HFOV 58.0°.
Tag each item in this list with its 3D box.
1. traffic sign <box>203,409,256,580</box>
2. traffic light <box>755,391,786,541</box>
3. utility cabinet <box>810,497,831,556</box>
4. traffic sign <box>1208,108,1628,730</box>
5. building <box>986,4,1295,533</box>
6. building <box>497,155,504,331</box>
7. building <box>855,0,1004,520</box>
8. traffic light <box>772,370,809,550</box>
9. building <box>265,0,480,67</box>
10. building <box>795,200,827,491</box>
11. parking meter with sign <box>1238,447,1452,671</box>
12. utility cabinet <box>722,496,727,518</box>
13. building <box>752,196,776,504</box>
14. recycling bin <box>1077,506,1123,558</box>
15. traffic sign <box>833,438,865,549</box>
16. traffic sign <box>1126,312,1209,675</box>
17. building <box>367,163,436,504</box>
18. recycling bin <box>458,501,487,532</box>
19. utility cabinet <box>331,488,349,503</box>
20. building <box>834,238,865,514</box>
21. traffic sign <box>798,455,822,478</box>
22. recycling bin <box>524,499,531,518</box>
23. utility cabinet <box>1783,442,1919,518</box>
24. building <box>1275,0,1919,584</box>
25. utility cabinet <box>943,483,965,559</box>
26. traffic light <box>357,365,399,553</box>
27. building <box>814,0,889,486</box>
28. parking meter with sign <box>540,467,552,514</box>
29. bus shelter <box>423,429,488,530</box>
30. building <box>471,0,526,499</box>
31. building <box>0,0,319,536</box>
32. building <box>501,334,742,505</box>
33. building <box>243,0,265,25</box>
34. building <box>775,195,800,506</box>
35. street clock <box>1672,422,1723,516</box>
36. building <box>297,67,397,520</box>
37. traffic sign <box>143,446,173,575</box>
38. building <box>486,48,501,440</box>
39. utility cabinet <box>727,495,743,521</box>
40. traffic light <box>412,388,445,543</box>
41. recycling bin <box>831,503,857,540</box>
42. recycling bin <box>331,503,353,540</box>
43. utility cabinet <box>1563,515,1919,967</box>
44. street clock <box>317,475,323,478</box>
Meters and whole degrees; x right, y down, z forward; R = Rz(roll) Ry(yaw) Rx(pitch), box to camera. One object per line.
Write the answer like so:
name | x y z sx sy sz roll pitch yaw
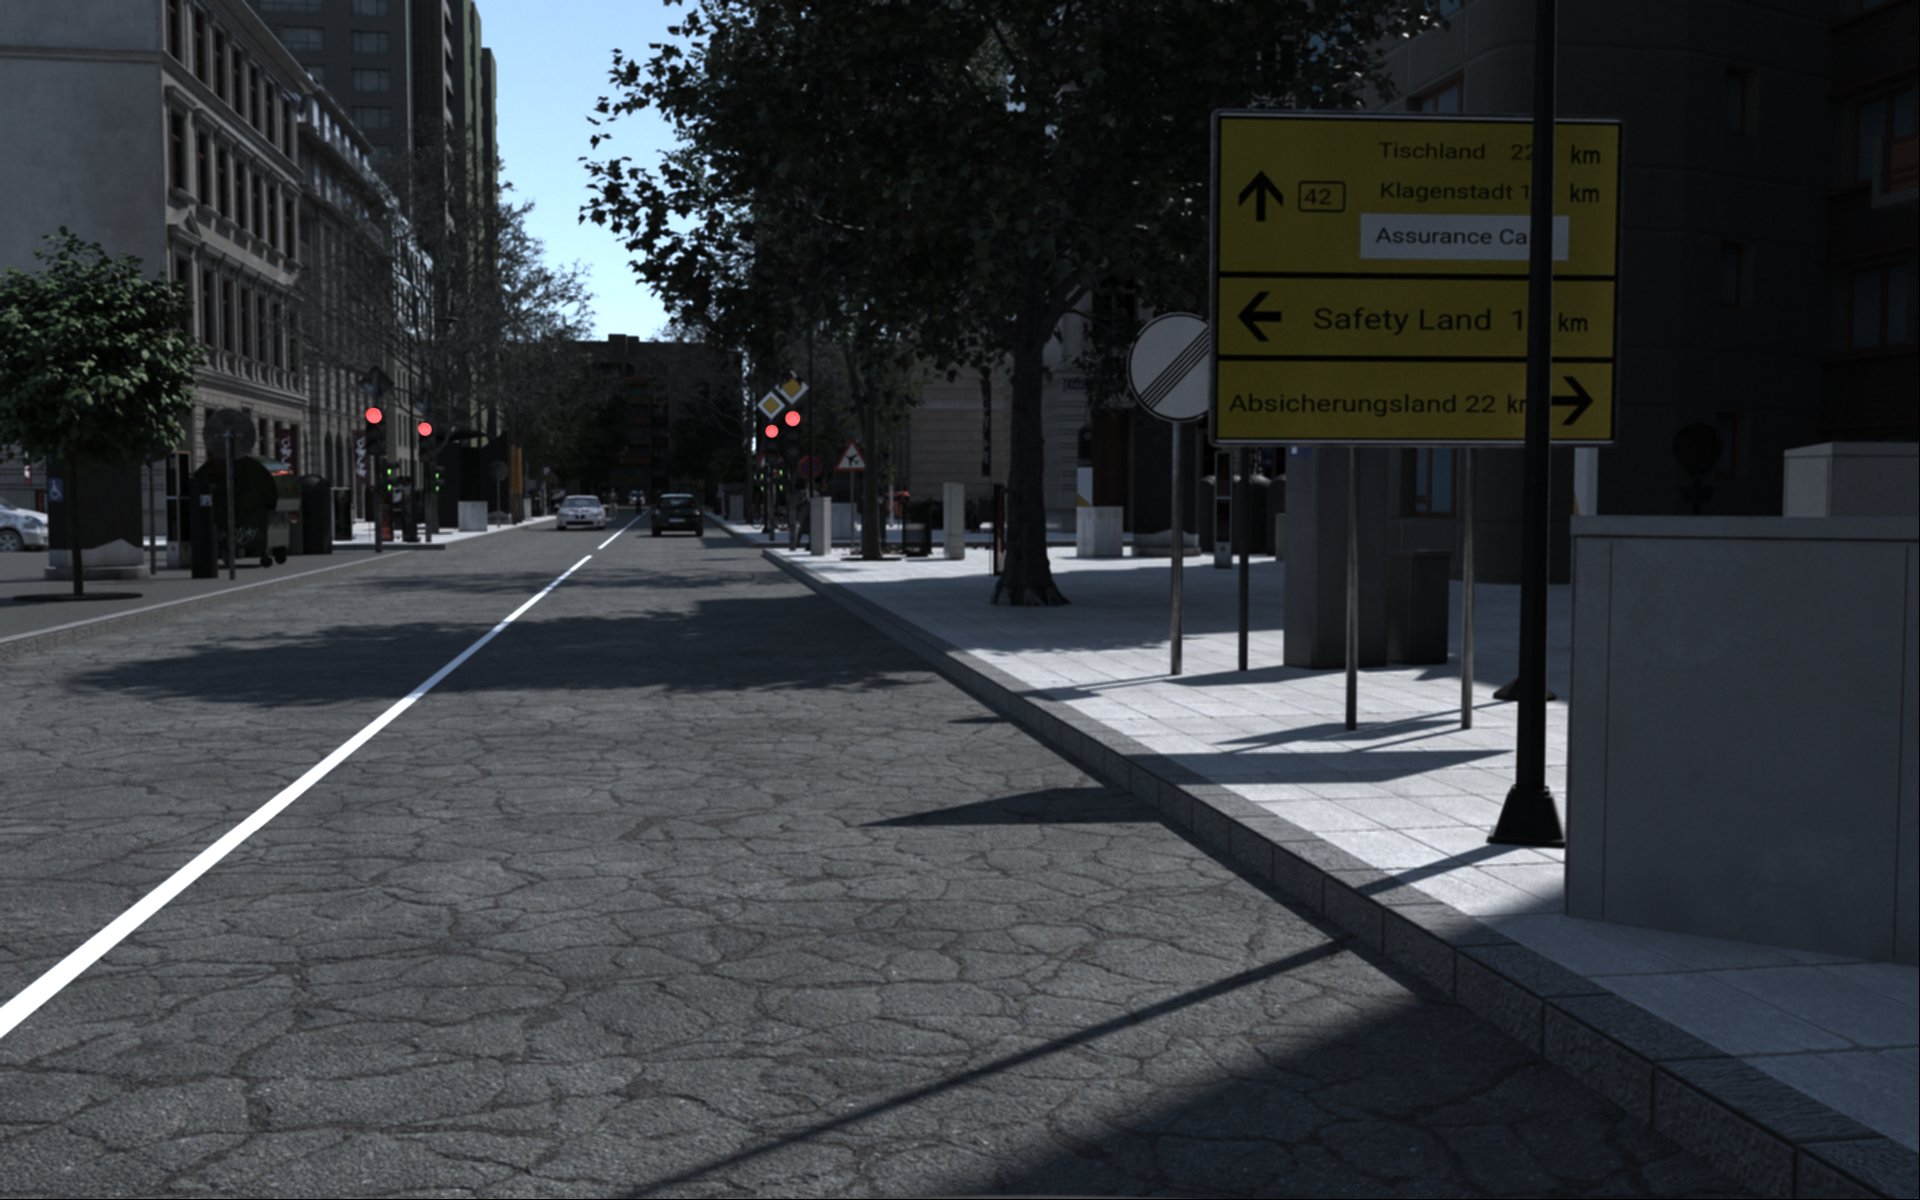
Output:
traffic sign | -10.902 -1.576 25.875 0.768 2.556 0.104 0 4 -7
traffic light | -5.158 -3.565 47.214 0.839 4.253 0.868 -1 4 -10
utility cabinet | -2.930 -1.541 36.362 0.306 1.237 1.020 0 4 4
traffic sign | 2.451 -0.946 9.343 2.265 3.308 0.079 0 4 -4
building | 12.160 -13.845 62.529 21.152 22.565 11.583 -1 4 -10
building | -72.646 -36.521 216.724 30.456 49.044 23.786 -1 4 -10
building | 2.036 -18.851 94.124 13.634 28.700 20.117 -1 4 -10
traffic light | -3.832 -3.084 39.339 0.839 4.253 0.868 -1 4 -10
building | -45.953 -27.829 138.605 14.154 41.232 14.086 -1 4 -10
building | -8.085 -31.334 162.423 14.600 45.320 14.200 -1 4 -10
parking meter with sign | 2.819 -1.013 12.822 1.738 3.016 0.543 -1 4 -23
utility cabinet | -12.068 -4.878 90.913 1.020 1.237 0.306 3 4 38
building | -14.026 -34.915 225.489 28.867 44.769 22.147 -1 4 -10
recycling bin | 2.853 -1.395 35.366 0.722 1.027 0.722 -2 4 -26
traffic sign | -2.498 -2.453 40.114 0.884 2.594 0.081 0 4 -4
traffic sign | 1.538 -0.742 12.240 0.768 2.556 0.104 0 4 -8
building | -37.969 -15.227 103.709 10.420 20.320 16.860 -1 4 -10
recycling bin | -16.640 -2.850 59.151 0.722 1.027 0.722 3 5 41
utility cabinet | -22.950 -3.346 63.386 1.173 1.500 0.318 -2 4 -24
building | -1.376 -18.099 113.939 12.078 24.808 19.932 -1 4 -10
traffic sign | -4.890 -3.452 56.546 0.768 2.556 0.104 0 4 -5
recycling bin | -23.312 -4.866 92.113 0.722 1.027 0.722 2 4 33
utility cabinet | 4.228 0.061 7.677 1.173 1.500 0.318 -1 4 -14
building | 22.097 -10.745 20.729 27.650 21.520 28.899 -1 4 -10
utility cabinet | -0.108 -1.558 34.152 0.318 1.500 1.173 0 4 -6
traffic light | -12.715 -2.991 37.832 0.839 4.253 0.868 -1 4 -10
building | -0.218 -31.867 140.631 23.786 49.044 30.456 -1 4 -10
parking meter with sign | -26.772 -7.047 111.476 0.543 3.016 1.738 0 4 2
bus shelter | -19.050 -4.549 65.653 1.731 3.624 6.357 -1 4 -10
building | -60.080 -52.444 170.138 31.000 86.520 22.319 -1 4 -10
building | -30.574 -13.750 60.963 11.583 22.565 21.152 -1 4 -10
building | -43.248 -23.190 224.193 28.899 21.520 27.650 -1 4 -10
building | -42.930 -26.982 124.750 14.154 41.232 14.086 -1 4 -10
building | -7.982 -34.055 180.492 21.300 48.544 21.600 -1 4 -10
street clock | 7.483 -0.798 17.611 0.471 2.002 0.358 2 4 25
building | -35.676 -14.773 83.340 13.314 21.916 24.055 -1 4 -10
traffic sign | -12.870 -1.679 27.557 0.768 2.556 0.104 0 4 -6
building | -48.546 -28.712 153.040 14.154 41.232 14.086 -1 4 -10
utility cabinet | -10.626 -4.353 82.330 0.306 1.237 1.020 1 4 15
traffic light | -14.042 -3.473 45.706 0.839 4.253 0.868 -1 4 -10
recycling bin | -3.313 -2.229 48.995 0.722 1.027 0.722 0 4 4
recycling bin | -17.460 -2.190 48.353 0.722 1.027 0.722 1 4 16
utility cabinet | 2.327 0.374 5.045 1.020 1.237 0.306 3 4 36
street clock | -24.991 -3.843 67.410 0.471 2.002 0.358 -2 4 -27
